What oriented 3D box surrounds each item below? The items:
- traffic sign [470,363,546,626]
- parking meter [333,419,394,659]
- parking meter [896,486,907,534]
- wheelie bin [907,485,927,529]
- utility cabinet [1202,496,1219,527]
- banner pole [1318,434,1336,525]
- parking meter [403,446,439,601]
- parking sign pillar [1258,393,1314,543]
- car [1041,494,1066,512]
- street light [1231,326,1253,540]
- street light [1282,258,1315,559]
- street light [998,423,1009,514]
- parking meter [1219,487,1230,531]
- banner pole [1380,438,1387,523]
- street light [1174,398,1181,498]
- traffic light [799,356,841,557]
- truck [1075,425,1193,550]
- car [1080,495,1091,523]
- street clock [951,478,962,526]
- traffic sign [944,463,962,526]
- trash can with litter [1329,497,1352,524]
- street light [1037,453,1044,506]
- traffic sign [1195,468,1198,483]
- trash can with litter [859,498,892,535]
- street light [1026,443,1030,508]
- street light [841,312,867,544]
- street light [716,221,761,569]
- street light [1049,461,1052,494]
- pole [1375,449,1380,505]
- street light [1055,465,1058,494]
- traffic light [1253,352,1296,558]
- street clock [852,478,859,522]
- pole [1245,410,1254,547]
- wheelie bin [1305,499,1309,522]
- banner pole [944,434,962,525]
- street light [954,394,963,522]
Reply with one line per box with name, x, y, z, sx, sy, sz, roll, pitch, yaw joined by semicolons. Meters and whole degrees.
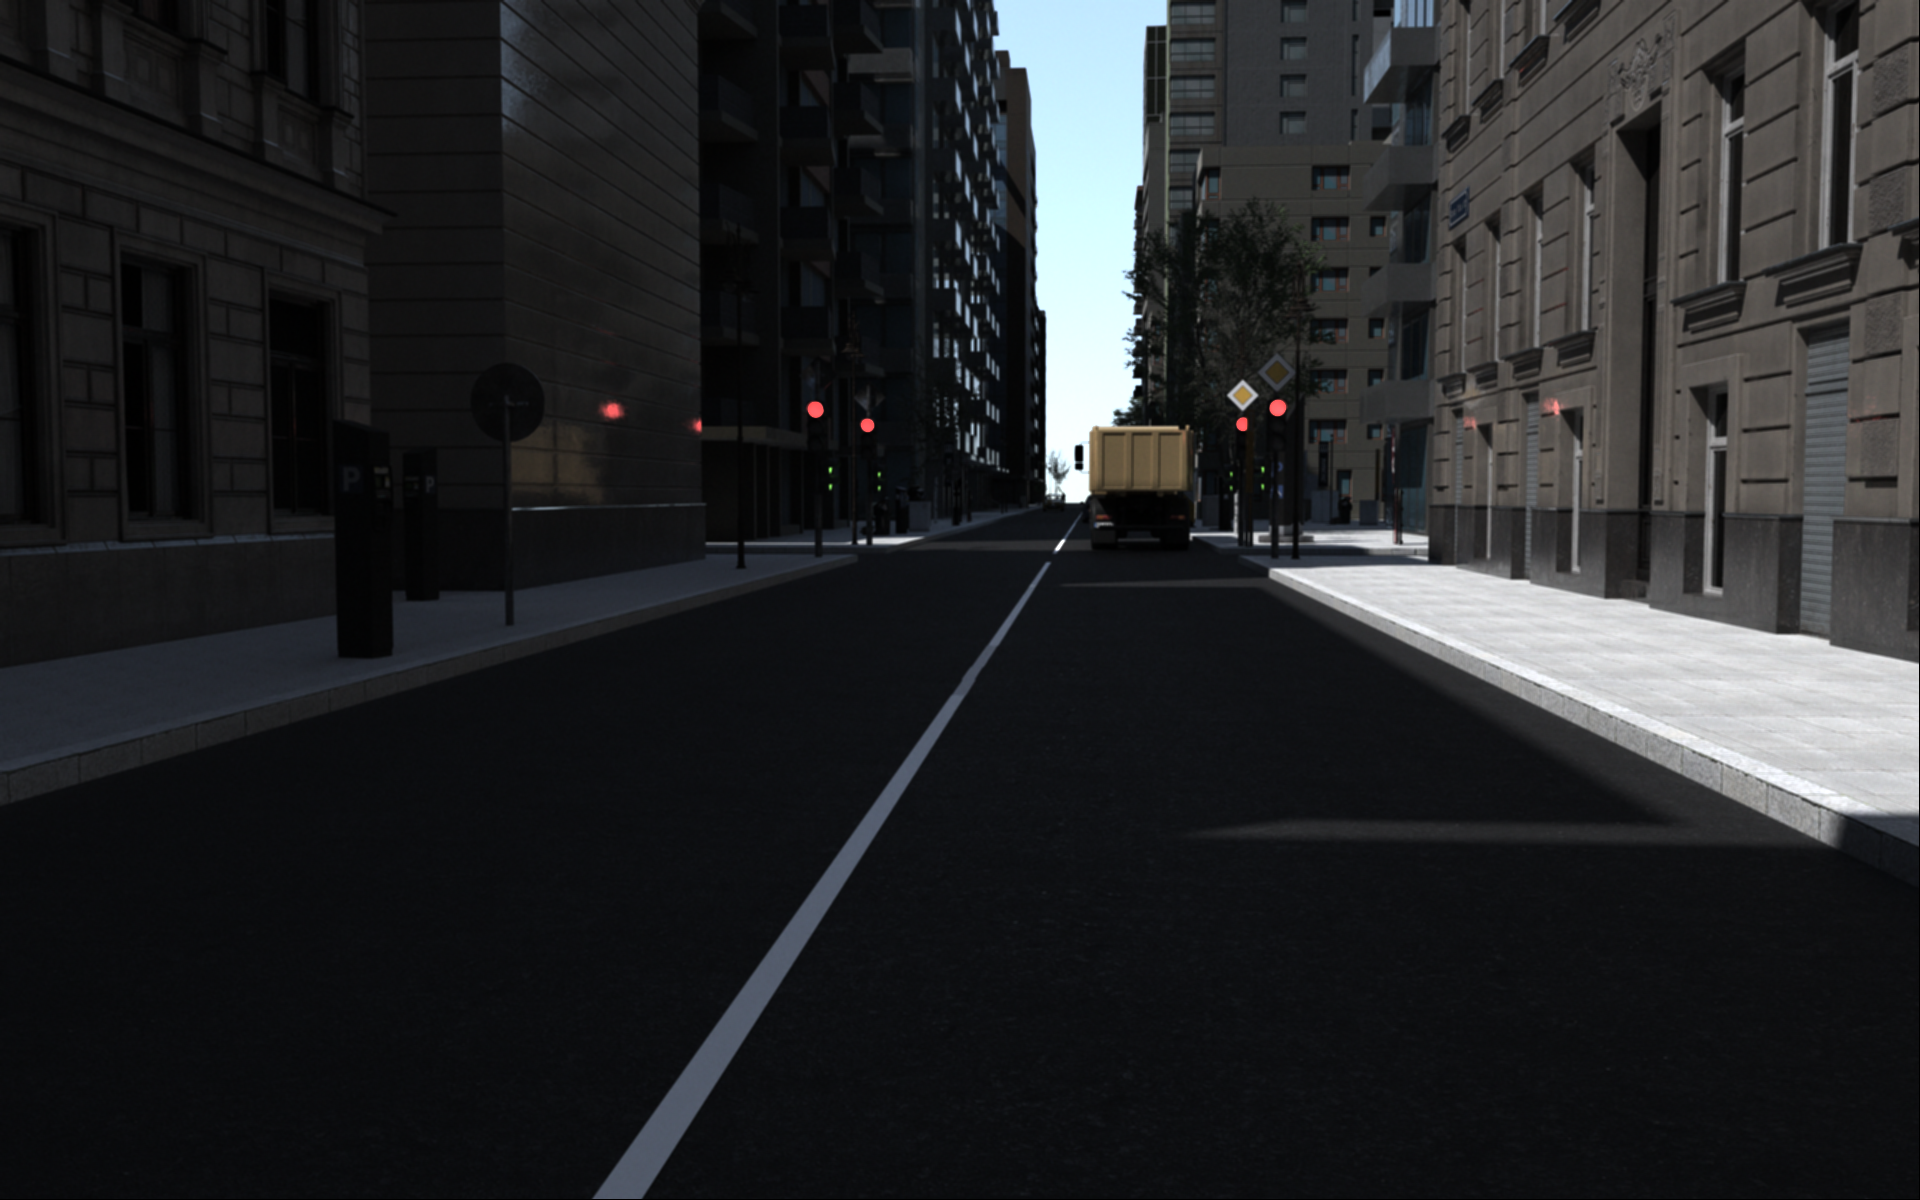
traffic sign;-4.400;-1.024;16.845;0.768;2.556;0.104;1;4;9
parking meter;-4.677;-0.482;13.599;0.399;1.863;0.255;1;4;19
parking meter;-1.900;-2.918;56.118;0.372;1.533;0.369;0;3;0
wheelie bin;-1.642;-3.423;63.877;0.693;1.594;0.980;2;4;28
utility cabinet;10.121;-3.521;68.732;1.020;1.237;0.306;-1;4;-22
banner pole;15.301;-5.030;72.264;0.863;3.779;0.401;-1;4;-21
parking meter;-6.493;-0.926;20.858;0.255;1.863;0.399;1;4;17
parking sign pillar;8.629;-3.501;45.713;1.447;3.967;1.447;2;4;34
car;7.758;-8.143;143.359;2.015;1.641;3.980;0;4;5
street light;7.772;-4.591;47.852;0.468;5.910;1.993;0;4;4
street light;6.639;-3.750;34.096;0.468;5.910;1.993;0;4;4
street light;2.768;-8.586;113.170;0.468;5.910;1.993;0;4;4
parking meter;9.297;-3.211;60.906;0.372;1.533;0.369;0;3;0
banner pole;19.042;-5.360;77.654;0.401;3.779;0.863;0;4;5
street light;10.427;-6.705;82.422;0.468;5.910;1.993;0;4;4
traffic light;-2.864;-2.829;35.181;0.839;4.253;0.868;0;4;4
truck;4.888;-3.189;48.057;3.469;3.379;9.791;0;4;4
car;7.105;-4.639;87.854;2.014;1.417;4.499;0;4;3
street clock;-0.150;-4.035;70.536;0.358;2.002;0.471;2;4;32
traffic sign;-0.294;-4.271;69.929;0.768;2.556;0.104;1;4;10
trash can with litter;16.137;-3.803;73.571;0.624;1.170;1.055;-3;4;-38
street light;8.678;-13.276;189.853;0.468;5.910;1.993;0;4;4
traffic sign;8.935;-3.982;67.231;0.606;2.300;0.079;1;4;13
trash can with litter;-2.641;-2.598;53.863;1.055;1.170;0.624;2;4;25
street light;6.061;-11.138;154.887;0.468;5.910;1.993;0;4;4
street light;-2.688;-4.358;44.042;0.468;5.910;1.993;0;4;4
street light;-3.771;-3.479;29.667;0.468;5.910;1.993;0;4;4
street light;12.438;-16.251;238.485;0.468;5.910;1.993;0;4;4
pole;18.929;-5.179;78.520;0.158;3.312;0.155;0;3;0
street light;15.234;-18.367;273.088;0.468;5.910;1.993;0;4;4
traffic light;6.271;-2.787;34.489;0.839;4.253;0.868;0;4;4
street clock;-4.820;-4.614;80.004;0.358;2.002;0.471;0;4;4
pole;7.003;-2.939;41.902;0.158;3.312;0.155;0;3;0
wheelie bin;15.882;-4.462;80.862;0.693;1.594;0.980;-2;4;-31
banner pole;-0.328;-5.047;72.528;0.863;3.779;0.401;2;4;29
street light;0.024;-6.472;78.608;0.468;5.910;1.993;0;4;4
